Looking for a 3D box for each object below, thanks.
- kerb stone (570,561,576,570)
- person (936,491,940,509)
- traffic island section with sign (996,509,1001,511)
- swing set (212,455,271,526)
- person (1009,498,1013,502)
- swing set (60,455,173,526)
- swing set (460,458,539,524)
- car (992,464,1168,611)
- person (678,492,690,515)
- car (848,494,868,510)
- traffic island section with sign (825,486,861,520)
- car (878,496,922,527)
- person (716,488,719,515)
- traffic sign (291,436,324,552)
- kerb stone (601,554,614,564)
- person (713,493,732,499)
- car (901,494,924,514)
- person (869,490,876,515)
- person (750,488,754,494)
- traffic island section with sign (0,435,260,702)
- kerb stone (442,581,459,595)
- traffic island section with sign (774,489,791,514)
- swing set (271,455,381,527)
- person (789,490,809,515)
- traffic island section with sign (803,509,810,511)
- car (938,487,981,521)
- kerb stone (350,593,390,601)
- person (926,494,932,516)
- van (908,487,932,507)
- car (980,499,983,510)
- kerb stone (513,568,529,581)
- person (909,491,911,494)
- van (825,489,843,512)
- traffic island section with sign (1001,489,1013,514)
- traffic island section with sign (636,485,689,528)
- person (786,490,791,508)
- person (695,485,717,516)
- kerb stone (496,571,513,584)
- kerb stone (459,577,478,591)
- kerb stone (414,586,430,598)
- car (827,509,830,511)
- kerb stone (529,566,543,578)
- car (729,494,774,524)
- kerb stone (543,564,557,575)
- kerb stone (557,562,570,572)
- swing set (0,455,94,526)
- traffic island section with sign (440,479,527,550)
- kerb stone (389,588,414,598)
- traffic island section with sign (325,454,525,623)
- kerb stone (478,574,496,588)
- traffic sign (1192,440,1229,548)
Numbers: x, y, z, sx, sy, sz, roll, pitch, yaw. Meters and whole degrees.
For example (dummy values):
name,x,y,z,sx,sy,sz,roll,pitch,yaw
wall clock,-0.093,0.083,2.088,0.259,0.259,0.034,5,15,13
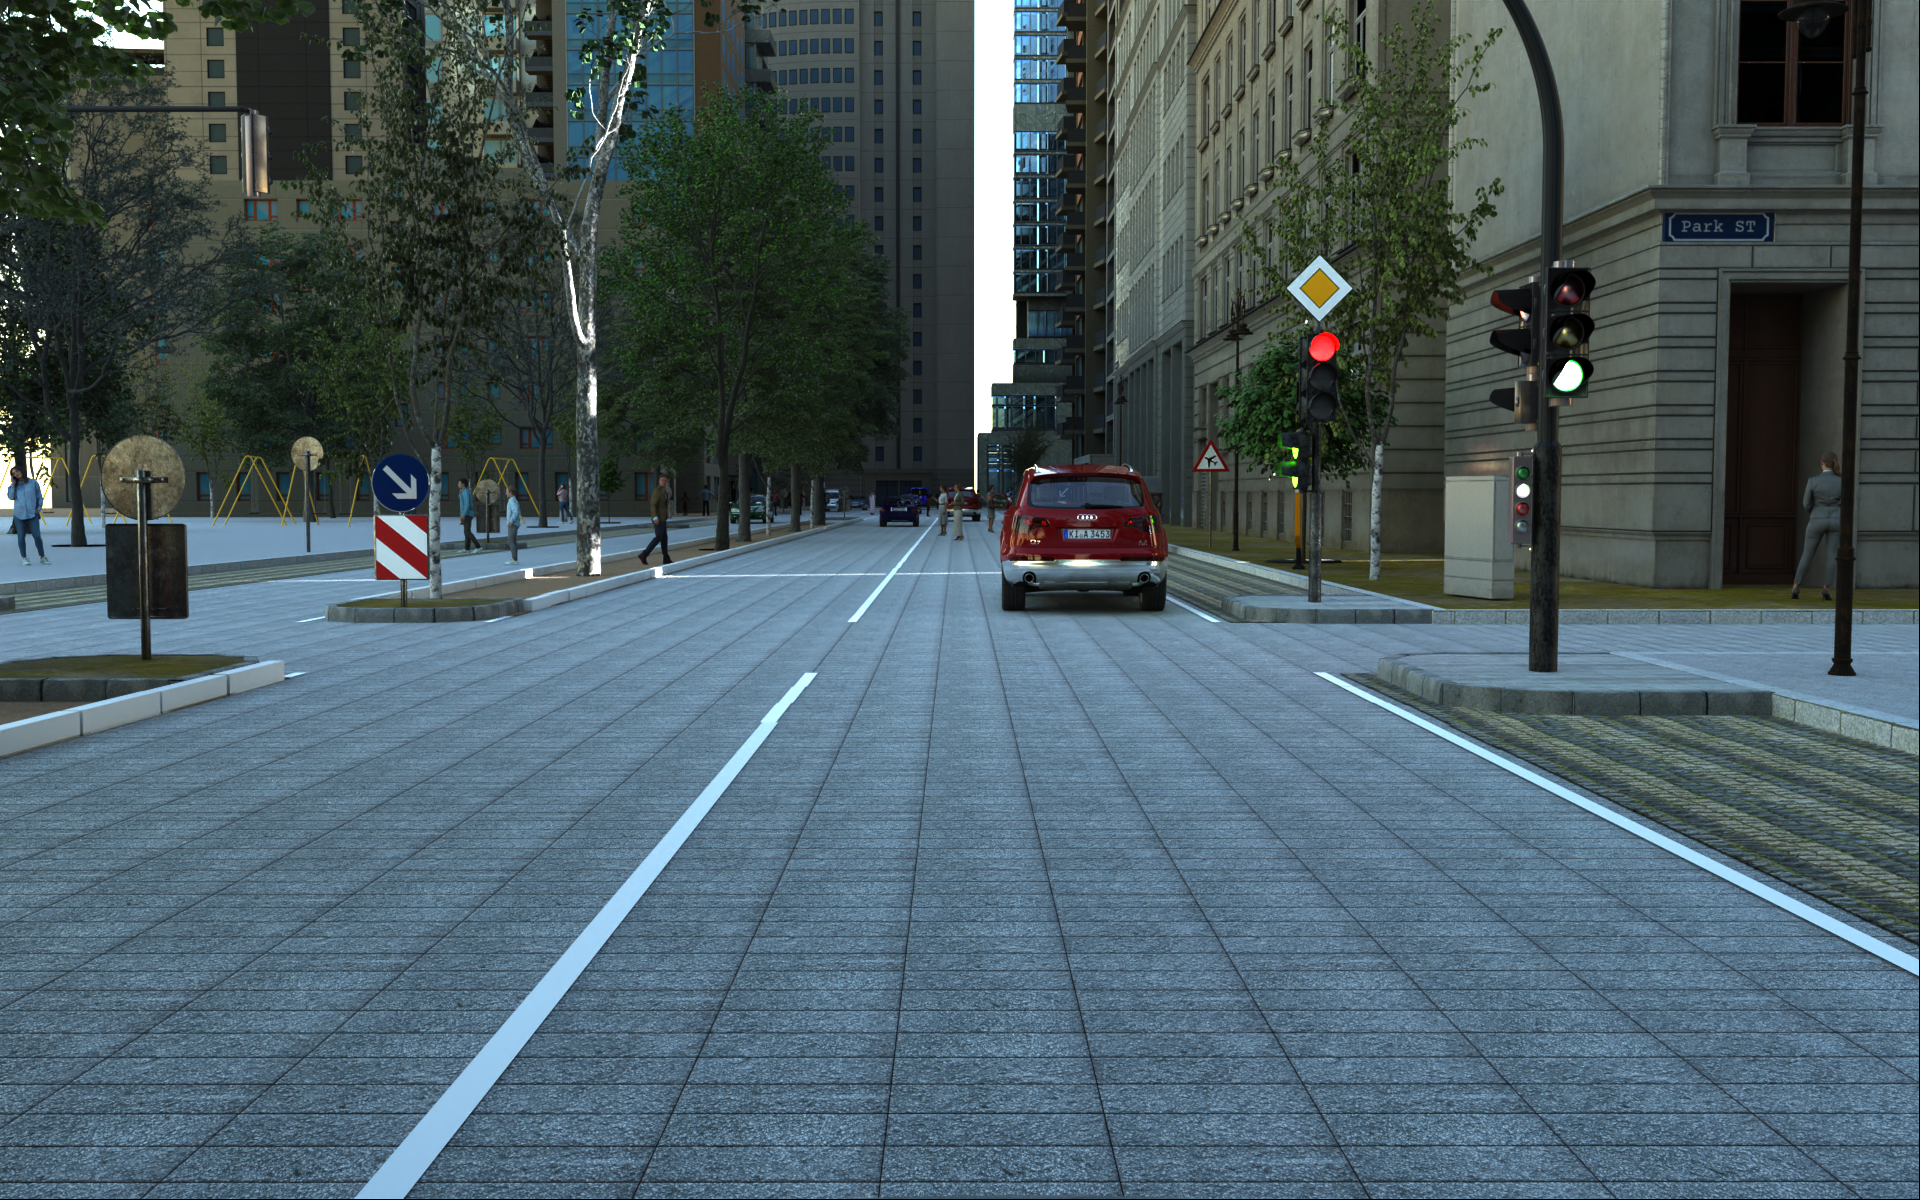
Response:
name,x,y,z,sx,sy,sz,roll,pitch,yaw
kerb stone,-7.394,-0.647,32.883,0.120,0.150,1.000,0,3,0
person,-1.961,-9.382,162.338,0.568,1.767,0.683,-1,4,-18
traffic island section with sign,4.089,-8.629,149.707,1.989,1.847,2.006,0,3,0
swing set,-29.119,-4.514,71.419,2.862,2.851,3.119,-1,4,-14
person,4.381,-7.723,138.025,1.065,1.426,0.557,1,4,19
swing set,-34.490,-4.502,71.227,2.862,2.851,3.119,1,4,12
swing set,-19.989,-4.777,75.722,2.862,2.851,3.119,0,4,3
car,1.551,-0.864,22.804,2.281,1.827,5.304,0,4,1
person,-16.502,-5.787,103.922,1.065,1.426,0.557,3,5,41
car,-9.186,-8.680,153.915,2.014,1.417,4.499,0,4,1
traffic island section with sign,-6.412,-5.335,95.359,2.006,1.907,1.989,0,3,0
car,-2.683,-3.945,77.077,1.945,1.354,3.894,0,4,-1
person,-14.751,-6.070,106.083,0.445,1.727,0.742,-1,4,-13
traffic sign,-14.415,-2.333,38.250,0.768,2.556,0.104,0,4,7
kerb stone,-7.399,-0.842,35.954,0.120,0.150,1.000,0,3,0
person,-16.457,-6.957,119.867,1.350,1.814,0.705,-1,4,-13
car,-3.664,-6.974,126.020,2.014,1.417,4.499,0,4,-1
person,-6.053,-6.789,120.174,0.551,1.740,0.621,1,4,20
person,-15.110,-7.321,126.467,0.721,1.735,1.217,2,4,26
traffic island section with sign,-6.315,-0.286,12.814,2.006,1.907,1.989,0,3,0
kerb stone,-7.385,-0.148,24.669,0.120,0.150,1.000,0,3,0
traffic island section with sign,-12.494,-6.995,122.990,1.989,1.847,2.006,0,3,0
swing set,-25.297,-4.396,69.493,3.119,2.851,2.862,1,4,9
person,-10.814,-6.591,116.229,1.348,1.831,0.705,-1,4,-13
traffic island section with sign,-12.538,-8.670,150.384,1.989,1.847,2.006,0,3,0
car,0.006,-5.109,92.211,2.281,1.827,5.304,0,4,-2
kerb stone,-7.371,0.036,21.602,0.120,0.150,1.000,0,3,0
person,-2.028,-6.087,111.280,0.557,1.426,1.065,1,4,15
van,-3.760,-9.634,161.902,2.240,2.365,5.245,0,4,0
car,1.121,-9.041,160.402,1.945,1.354,3.894,0,3,0
kerb stone,-7.390,-0.402,28.771,0.120,0.150,1.000,0,3,0
person,-4.502,-9.054,157.313,1.217,1.735,0.721,2,4,29
van,-10.293,-8.102,139.472,2.013,2.044,4.112,0,4,1
traffic island section with sign,4.119,-6.980,122.752,1.989,1.847,2.006,0,3,0
traffic island section with sign,-12.448,-3.924,72.792,1.989,1.847,2.006,0,3,0
person,-15.958,-9.413,160.872,0.541,1.710,0.530,3,4,37
person,-15.157,-5.948,103.286,1.348,1.826,0.705,-1,4,-14
kerb stone,-7.384,-0.337,27.749,0.120,0.150,1.000,0,3,0
kerb stone,-7.387,-0.210,25.692,0.120,0.150,1.000,0,3,0
kerb stone,-7.379,-0.087,23.647,0.120,0.150,1.000,0,3,0
car,-10.442,-8.130,145.508,1.945,1.354,3.894,0,4,1
kerb stone,-7.392,-0.465,29.800,0.120,0.150,1.000,0,3,0
car,-10.261,-4.515,85.622,2.131,1.459,4.920,0,4,-1
kerb stone,-7.394,-0.525,30.829,0.120,0.150,1.000,0,3,0
kerb stone,-7.387,-0.591,31.855,0.120,0.150,1.000,0,3,0
swing set,-38.930,-4.611,73.012,2.862,2.851,3.119,1,4,10
traffic island section with sign,-12.409,-2.234,45.161,1.989,1.847,2.006,0,3,0
kerb stone,-7.382,-0.026,22.625,0.120,0.150,1.000,0,3,0
traffic island section with sign,-6.314,-0.739,20.221,2.006,1.907,1.989,0,3,0
kerb stone,-7.384,-0.274,26.718,0.120,0.150,1.000,0,3,0
traffic sign,5.988,-2.532,41.404,0.884,2.594,0.081,0,4,8
